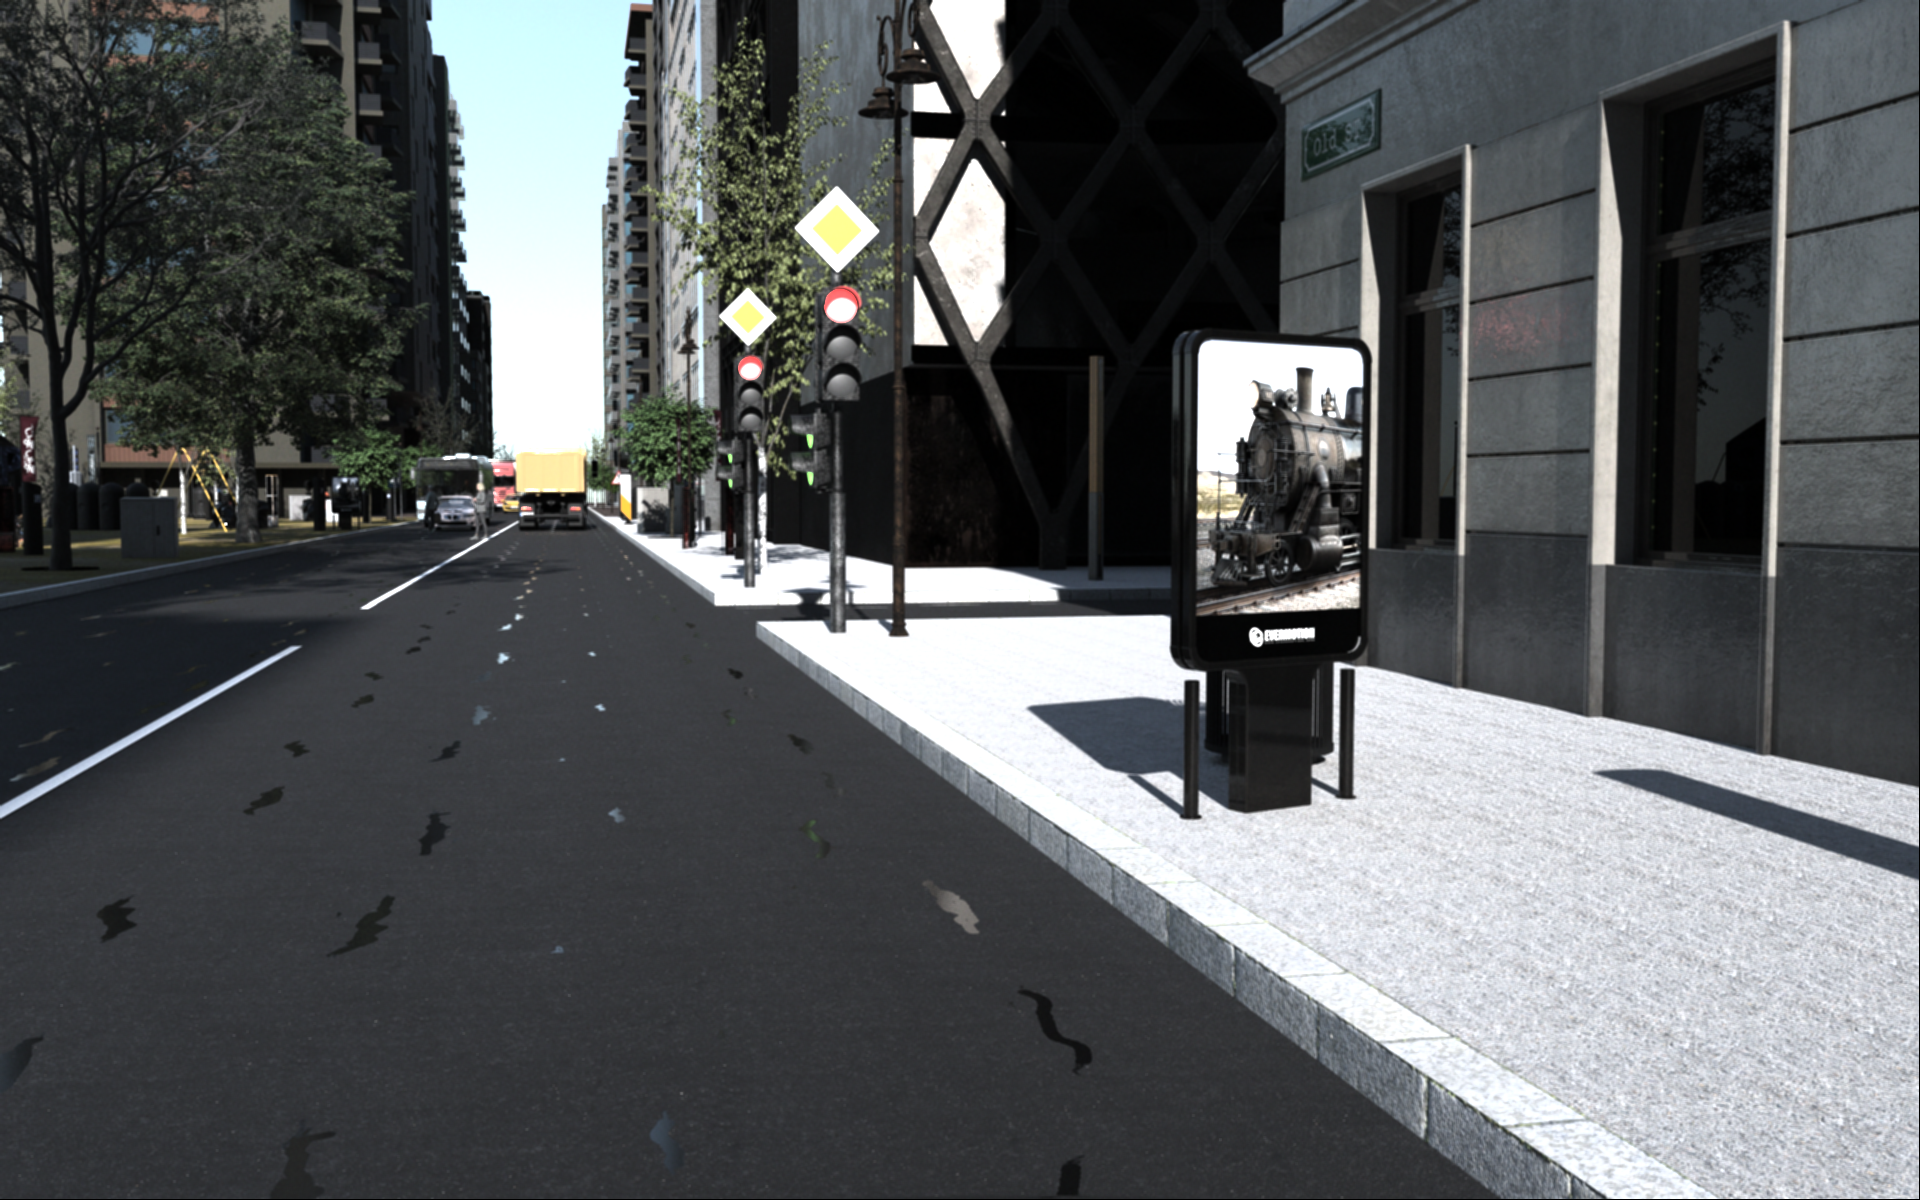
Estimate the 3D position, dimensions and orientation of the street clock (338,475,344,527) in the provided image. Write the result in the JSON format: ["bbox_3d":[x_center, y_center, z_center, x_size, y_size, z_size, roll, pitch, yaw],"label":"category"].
[{"bbox_3d":[-23.903,-3.813,66.906,0.471,2.002,0.358,1,4,23],"label":"street clock"}]

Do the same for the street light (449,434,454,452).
[{"bbox_3d":[-36.052,-9.190,123.042,0.468,5.910,1.993,-1,4,-13],"label":"street light"}]

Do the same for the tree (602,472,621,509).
[{"bbox_3d":[-29.467,-9.371,147.810,1.663,3.219,1.824,0,3,0],"label":"tree"}]

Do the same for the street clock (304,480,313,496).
[{"bbox_3d":[-34.316,-5.304,91.287,0.358,2.002,0.471,1,4,19],"label":"street clock"}]

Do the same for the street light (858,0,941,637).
[{"bbox_3d":[-0.553,-2.612,15.491,0.468,5.910,1.993,-1,4,-13],"label":"street light"}]

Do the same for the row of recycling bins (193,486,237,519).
[{"bbox_3d":[-38.460,-5.057,89.795,1.069,1.692,3.534,1,4,14],"label":"row of recycling bins"}]

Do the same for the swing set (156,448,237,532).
[{"bbox_3d":[-26.567,-3.832,60.270,2.862,2.851,3.119,0,4,-7],"label":"swing set"}]

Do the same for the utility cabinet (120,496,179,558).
[{"bbox_3d":[-16.289,-1.446,34.808,1.020,1.237,0.306,-1,4,-10],"label":"utility cabinet"}]

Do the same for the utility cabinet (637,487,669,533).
[{"bbox_3d":[-10.133,-2.969,57.224,0.318,1.500,1.173,2,4,35],"label":"utility cabinet"}]

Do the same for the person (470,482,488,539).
[{"bbox_3d":[-15.218,-2.822,54.831,0.526,1.800,0.537,-2,4,-28],"label":"person"}]

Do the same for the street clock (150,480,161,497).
[{"bbox_3d":[-42.366,-5.300,91.224,0.471,2.002,0.358,1,4,13],"label":"street clock"}]

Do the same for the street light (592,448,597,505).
[{"bbox_3d":[-35.898,-12.144,171.344,0.468,5.910,1.993,-1,4,-13],"label":"street light"}]

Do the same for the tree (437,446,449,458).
[{"bbox_3d":[-31.235,-7.181,101.125,4.285,4.588,4.351,0,3,0],"label":"tree"}]

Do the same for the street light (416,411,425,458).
[{"bbox_3d":[-29.968,-7.557,96.352,0.468,5.910,1.993,-1,4,-13],"label":"street light"}]

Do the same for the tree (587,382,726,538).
[{"bbox_3d":[-8.548,-4.102,50.782,4.285,4.588,4.351,0,3,0],"label":"tree"}]

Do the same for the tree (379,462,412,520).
[{"bbox_3d":[-28.051,-5.570,85.668,1.663,3.219,1.824,0,3,0],"label":"tree"}]

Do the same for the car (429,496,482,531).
[{"bbox_3d":[-20.107,-3.469,69.084,2.083,1.381,4.827,-1,4,-13],"label":"car"}]

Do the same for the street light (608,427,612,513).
[{"bbox_3d":[-23.491,-8.805,116.753,0.468,5.910,1.993,-1,4,-13],"label":"street light"}]

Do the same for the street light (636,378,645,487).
[{"bbox_3d":[-12.742,-5.898,69.227,0.468,5.910,1.993,-1,4,-13],"label":"street light"}]

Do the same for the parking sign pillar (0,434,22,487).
[{"bbox_3d":[-38.860,-5.033,70.761,1.447,3.967,1.447,1,4,18],"label":"parking sign pillar"}]

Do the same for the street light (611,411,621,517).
[{"bbox_3d":[-18.881,-7.535,95.988,0.468,5.910,1.993,-1,4,-13],"label":"street light"}]

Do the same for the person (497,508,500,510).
[{"bbox_3d":[-42.591,-9.241,159.675,0.705,1.814,1.350,0,3,0],"label":"person"}]

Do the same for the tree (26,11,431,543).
[{"bbox_3d":[-18.961,-8.490,45.460,9.857,13.997,8.962,0,3,0],"label":"tree"}]

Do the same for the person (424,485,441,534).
[{"bbox_3d":[-19.120,-3.297,62.888,0.515,1.767,0.782,1,4,16],"label":"person"}]

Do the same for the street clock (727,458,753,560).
[{"bbox_3d":[-4.309,-1.795,33.918,0.471,2.002,0.358,0,4,3],"label":"street clock"}]

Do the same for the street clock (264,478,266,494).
[{"bbox_3d":[-30.049,-4.328,75.336,0.358,2.002,0.471,0,4,6],"label":"street clock"}]

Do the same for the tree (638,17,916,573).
[{"bbox_3d":[-2.973,-4.743,27.912,4.737,8.622,4.395,0,3,0],"label":"tree"}]

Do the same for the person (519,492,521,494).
[{"bbox_3d":[-56.898,-13.163,223.845,1.348,1.807,0.705,1,4,18],"label":"person"}]

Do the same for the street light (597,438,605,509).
[{"bbox_3d":[-29.664,-10.468,143.935,0.468,5.910,1.993,-1,4,-13],"label":"street light"}]

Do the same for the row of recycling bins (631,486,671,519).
[{"bbox_3d":[-15.658,-4.921,87.567,1.069,1.692,3.534,-2,4,-35],"label":"row of recycling bins"}]

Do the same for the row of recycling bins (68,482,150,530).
[{"bbox_3d":[-30.585,-3.346,61.825,3.534,1.692,1.069,1,4,10],"label":"row of recycling bins"}]

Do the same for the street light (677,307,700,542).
[{"bbox_3d":[-6.694,-4.282,42.806,0.468,5.910,1.993,-1,4,-13],"label":"street light"}]

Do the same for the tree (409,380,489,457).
[{"bbox_3d":[-33.482,-9.918,112.515,4.360,8.622,3.978,0,3,0],"label":"tree"}]

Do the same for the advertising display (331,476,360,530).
[{"bbox_3d":[-22.025,-3.480,62.112,0.974,1.923,0.123,-1,4,-13],"label":"advertising display"}]

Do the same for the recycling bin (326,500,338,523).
[{"bbox_3d":[-28.106,-3.995,77.872,0.722,1.027,0.722,-1,4,-17],"label":"recycling bin"}]

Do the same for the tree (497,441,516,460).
[{"bbox_3d":[-63.126,-17.864,242.437,4.737,8.622,4.395,0,3,0],"label":"tree"}]

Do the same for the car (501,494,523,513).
[{"bbox_3d":[-33.281,-7.298,129.539,2.015,1.641,3.980,-1,4,-13],"label":"car"}]

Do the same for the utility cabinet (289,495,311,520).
[{"bbox_3d":[-32.516,-4.539,85.377,0.306,1.237,1.020,3,5,40],"label":"utility cabinet"}]

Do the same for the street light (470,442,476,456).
[{"bbox_3d":[-42.200,-10.840,150.021,0.468,5.910,1.993,-1,4,-13],"label":"street light"}]

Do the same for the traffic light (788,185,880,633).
[{"bbox_3d":[-1.150,-1.653,15.946,0.839,4.253,0.868,-1,4,-13],"label":"traffic light"}]

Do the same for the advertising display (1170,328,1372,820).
[{"bbox_3d":[1.270,-0.111,7.032,0.974,1.923,0.123,-2,4,-32],"label":"advertising display"}]

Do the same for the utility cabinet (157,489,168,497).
[{"bbox_3d":[-37.781,-4.489,82.077,0.318,1.500,1.173,-2,4,-34],"label":"utility cabinet"}]

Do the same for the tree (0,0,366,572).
[{"bbox_3d":[-15.024,-7.247,28.863,12.009,13.543,11.850,0,3,0],"label":"tree"}]

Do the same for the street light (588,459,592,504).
[{"bbox_3d":[-42.245,-13.842,199.098,0.468,5.910,1.993,-1,4,-13],"label":"street light"}]

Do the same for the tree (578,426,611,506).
[{"bbox_3d":[-38.419,-14.154,181.786,4.737,8.622,4.395,0,3,0],"label":"tree"}]

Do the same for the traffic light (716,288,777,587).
[{"bbox_3d":[-2.916,-2.129,23.734,0.839,4.253,0.868,-1,4,-13],"label":"traffic light"}]

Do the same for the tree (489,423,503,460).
[{"bbox_3d":[-46.961,-13.437,170.064,4.360,8.622,3.978,0,3,0],"label":"tree"}]
